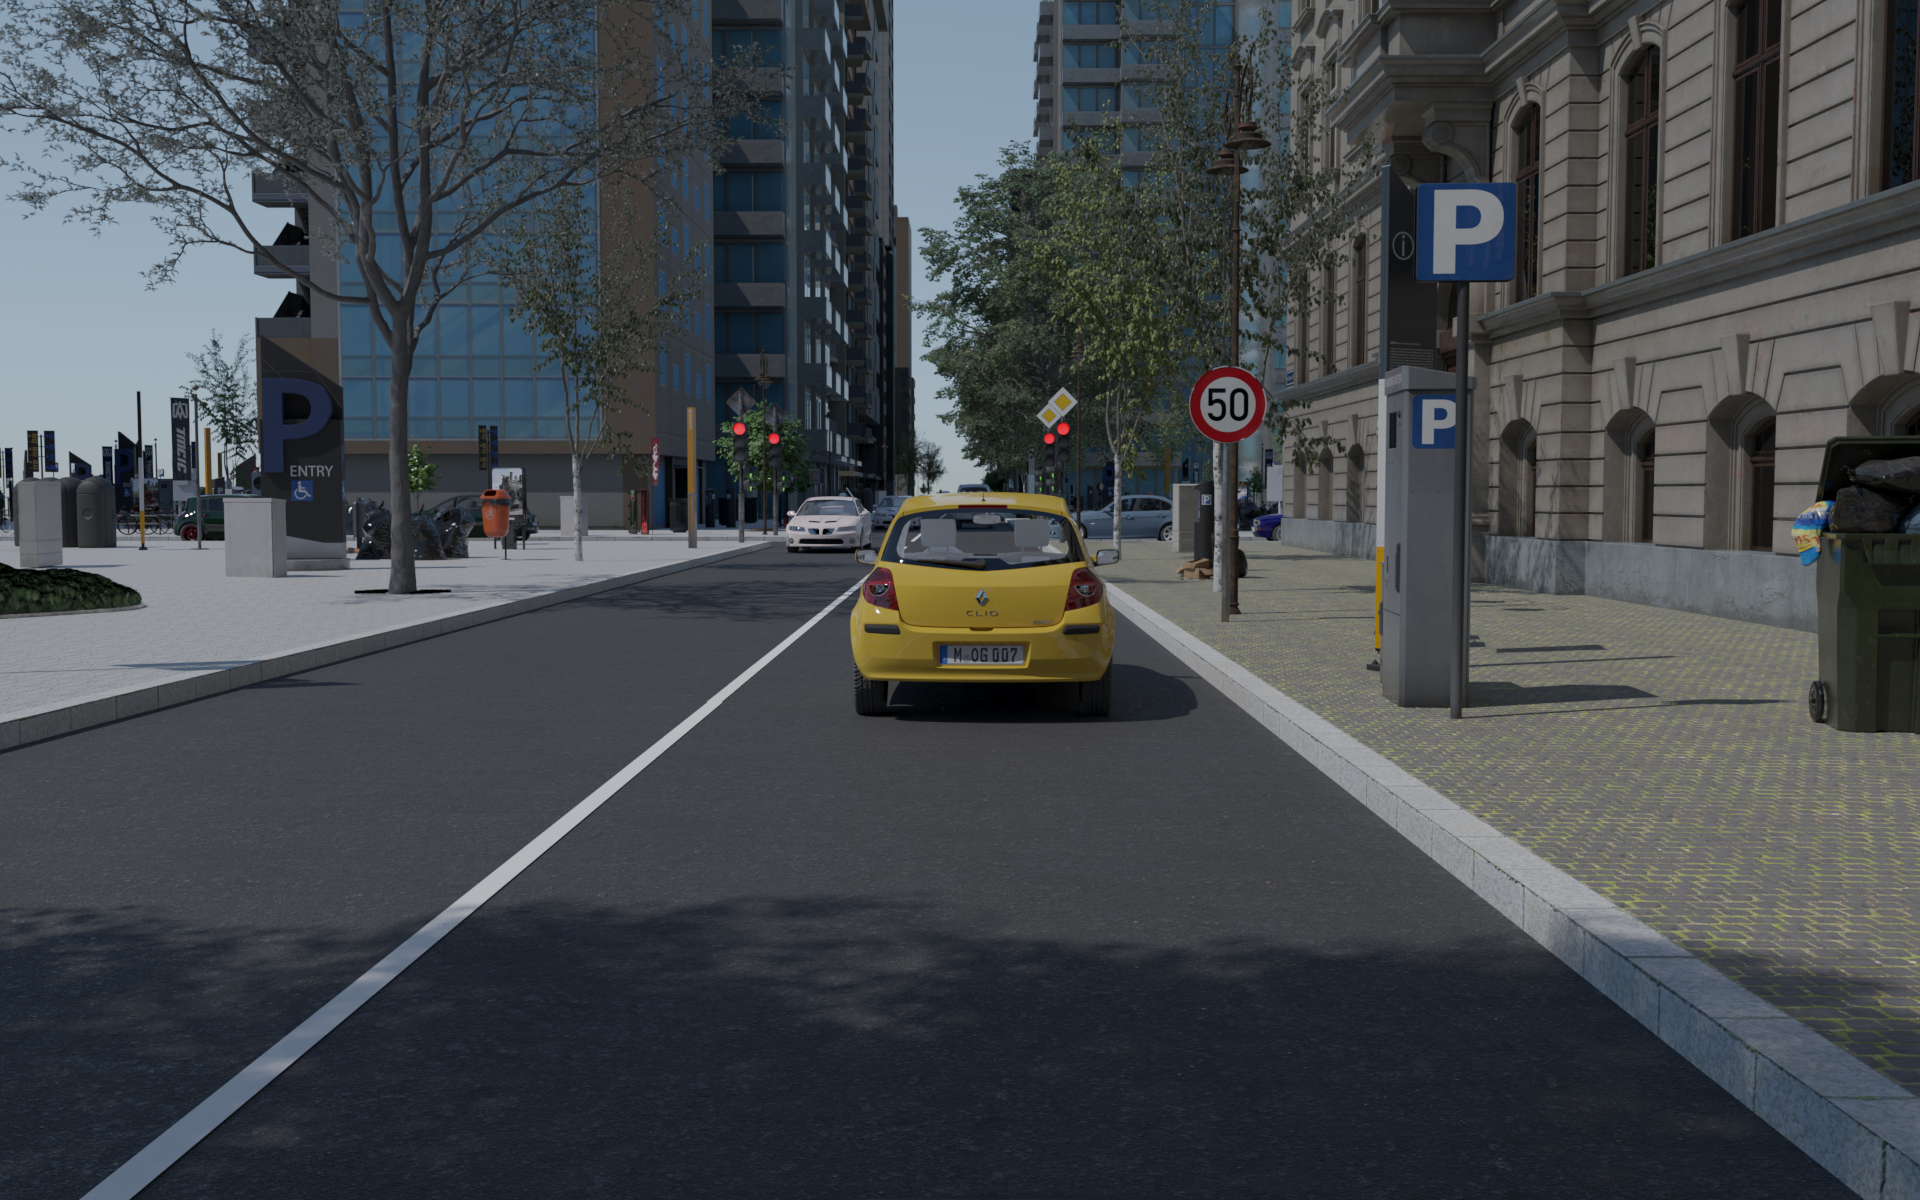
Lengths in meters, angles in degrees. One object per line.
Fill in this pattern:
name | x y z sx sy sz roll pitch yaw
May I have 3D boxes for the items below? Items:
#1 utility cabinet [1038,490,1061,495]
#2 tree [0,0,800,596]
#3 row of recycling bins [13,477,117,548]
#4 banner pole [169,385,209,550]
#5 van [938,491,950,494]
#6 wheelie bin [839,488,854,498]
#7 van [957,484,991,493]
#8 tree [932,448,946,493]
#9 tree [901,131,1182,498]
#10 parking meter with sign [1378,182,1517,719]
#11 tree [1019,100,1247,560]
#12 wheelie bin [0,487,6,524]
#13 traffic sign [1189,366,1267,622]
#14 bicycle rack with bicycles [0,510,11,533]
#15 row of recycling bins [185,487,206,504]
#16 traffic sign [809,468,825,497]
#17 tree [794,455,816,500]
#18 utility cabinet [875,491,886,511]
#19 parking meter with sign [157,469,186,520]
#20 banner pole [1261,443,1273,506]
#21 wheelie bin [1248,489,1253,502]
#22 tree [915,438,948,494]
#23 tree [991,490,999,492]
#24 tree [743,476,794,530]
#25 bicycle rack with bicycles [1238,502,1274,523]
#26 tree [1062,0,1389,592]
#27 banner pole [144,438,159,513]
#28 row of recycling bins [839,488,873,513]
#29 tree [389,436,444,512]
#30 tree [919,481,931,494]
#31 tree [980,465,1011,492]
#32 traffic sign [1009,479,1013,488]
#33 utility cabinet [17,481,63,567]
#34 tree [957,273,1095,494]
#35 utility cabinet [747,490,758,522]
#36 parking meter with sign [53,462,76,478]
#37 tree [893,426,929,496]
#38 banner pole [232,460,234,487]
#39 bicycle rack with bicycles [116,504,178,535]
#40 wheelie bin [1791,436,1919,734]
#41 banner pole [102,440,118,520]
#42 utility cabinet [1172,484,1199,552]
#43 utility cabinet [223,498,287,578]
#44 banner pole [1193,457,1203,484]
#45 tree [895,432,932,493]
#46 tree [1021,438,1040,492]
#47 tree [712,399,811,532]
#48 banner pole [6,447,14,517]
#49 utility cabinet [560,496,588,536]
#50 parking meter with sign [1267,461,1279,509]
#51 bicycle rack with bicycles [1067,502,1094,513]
utility cabinet | 4.536 -4.848 87.946 1.173 1.500 0.318 2 4 28
tree | -7.260 -6.836 22.134 12.009 13.543 11.850 0 3 0
row of recycling bins | -21.746 -2.133 41.989 3.534 1.692 1.069 2 4 33
banner pole | -17.695 -3.039 39.712 0.401 3.779 0.863 2 4 34
van | -1.846 -12.027 203.656 2.013 2.044 4.112 0 4 -1
wheelie bin | -5.736 -4.868 87.493 0.693 1.594 0.980 0 4 2
van | 0.617 -4.012 72.605 2.013 2.044 4.112 0 4 2
tree | -4.608 -19.482 268.885 4.737 8.622 4.395 0 3 0
tree | 3.132 -9.415 60.594 9.857 13.997 8.962 0 3 0
parking meter with sign | 2.896 -0.879 10.635 0.543 3.016 1.738 0 4 4
tree | 3.295 -5.079 33.402 4.737 8.622 4.395 0 3 0
wheelie bin | -40.146 -3.920 71.992 0.693 1.594 0.980 2 4 32
traffic sign | 2.663 -1.052 17.301 0.768 2.556 0.104 0 4 3
bicycle rack with bicycles | -31.100 -2.682 57.237 2.852 0.926 2.925 0 4 -7
row of recycling bins | -42.187 -5.408 95.533 1.069 1.692 3.534 -3 4 -37
traffic sign | -5.636 -4.044 68.249 0.606 2.300 0.079 0 4 4
tree | -7.022 -4.663 70.835 1.663 3.219 1.824 0 3 0
utility cabinet | -5.523 -6.832 120.382 0.318 1.500 1.173 2 4 24
parking meter with sign | -39.162 -5.459 85.512 1.738 3.016 0.543 0 4 -7
banner pole | 15.005 -5.805 84.935 0.401 3.779 0.863 -3 5 -43
wheelie bin | 17.128 -5.885 104.125 0.980 1.594 0.693 -3 4 -38
tree | -5.566 -21.557 286.871 8.767 10.594 7.601 3 4 36
tree | 4.411 -13.306 212.156 1.663 3.219 1.824 0 3 0
tree | -7.076 -4.152 62.488 1.663 3.219 1.824 0 3 0
bicycle rack with bicycles | 13.116 -3.837 76.124 2.852 0.926 2.925 1 4 22
tree | 3.381 -4.398 22.271 4.360 8.622 3.978 0 3 0
banner pole | -36.147 -5.353 77.531 0.401 3.779 0.863 1 4 23
row of recycling bins | -7.596 -6.745 117.398 3.534 1.692 1.069 1 4 13
tree | -18.169 -3.883 58.095 1.663 3.219 1.824 0 3 0
tree | -5.367 -15.878 254.201 1.663 3.219 1.824 0 3 0
tree | 4.281 -12.894 194.522 4.285 4.588 4.351 0 3 0
traffic sign | 3.625 -7.075 117.803 0.606 2.300 0.079 0 4 1
utility cabinet | -16.122 -1.325 30.350 0.318 1.500 1.173 -1 4 -9
tree | 3.260 -10.221 85.233 7.486 12.596 7.792 0 3 0
utility cabinet | -9.295 -4.217 77.621 0.318 1.500 1.173 0 4 2
parking meter with sign | -49.037 -6.021 94.708 1.738 3.016 0.543 2 4 30
tree | -5.361 -14.518 187.739 4.360 8.622 3.978 0 3 0
banner pole | -53.564 -8.418 127.659 0.401 3.779 0.863 -1 4 -19
bicycle rack with bicycles | -25.802 -2.544 54.968 2.925 0.926 2.852 0 4 -1
wheelie bin | 5.091 -0.094 9.442 0.980 1.594 0.693 1 4 14
banner pole | -39.015 -5.483 79.671 0.401 3.779 0.863 3 5 43
utility cabinet | 5.254 -1.789 37.933 1.173 1.500 0.318 -1 4 -21
utility cabinet | -10.895 -0.956 26.795 1.020 1.237 0.306 2 4 25
banner pole | 15.942 -7.696 115.847 0.863 3.779 0.401 -1 4 -16
tree | -6.097 -15.586 205.195 4.737 8.622 4.395 0 3 0
tree | 4.890 -11.071 131.372 4.360 8.622 3.978 0 3 0
tree | -6.813 -4.647 59.696 4.285 4.588 4.351 0 3 0
banner pole | -50.849 -6.282 92.728 0.863 3.779 0.401 2 4 30
utility cabinet | -11.789 -2.556 52.950 1.020 1.237 0.306 3 5 41
parking meter with sign | 16.785 -5.914 92.961 0.543 3.016 1.738 1 4 21
bicycle rack with bicycles | 4.819 -3.829 75.993 2.925 0.926 2.852 0 4 -2
